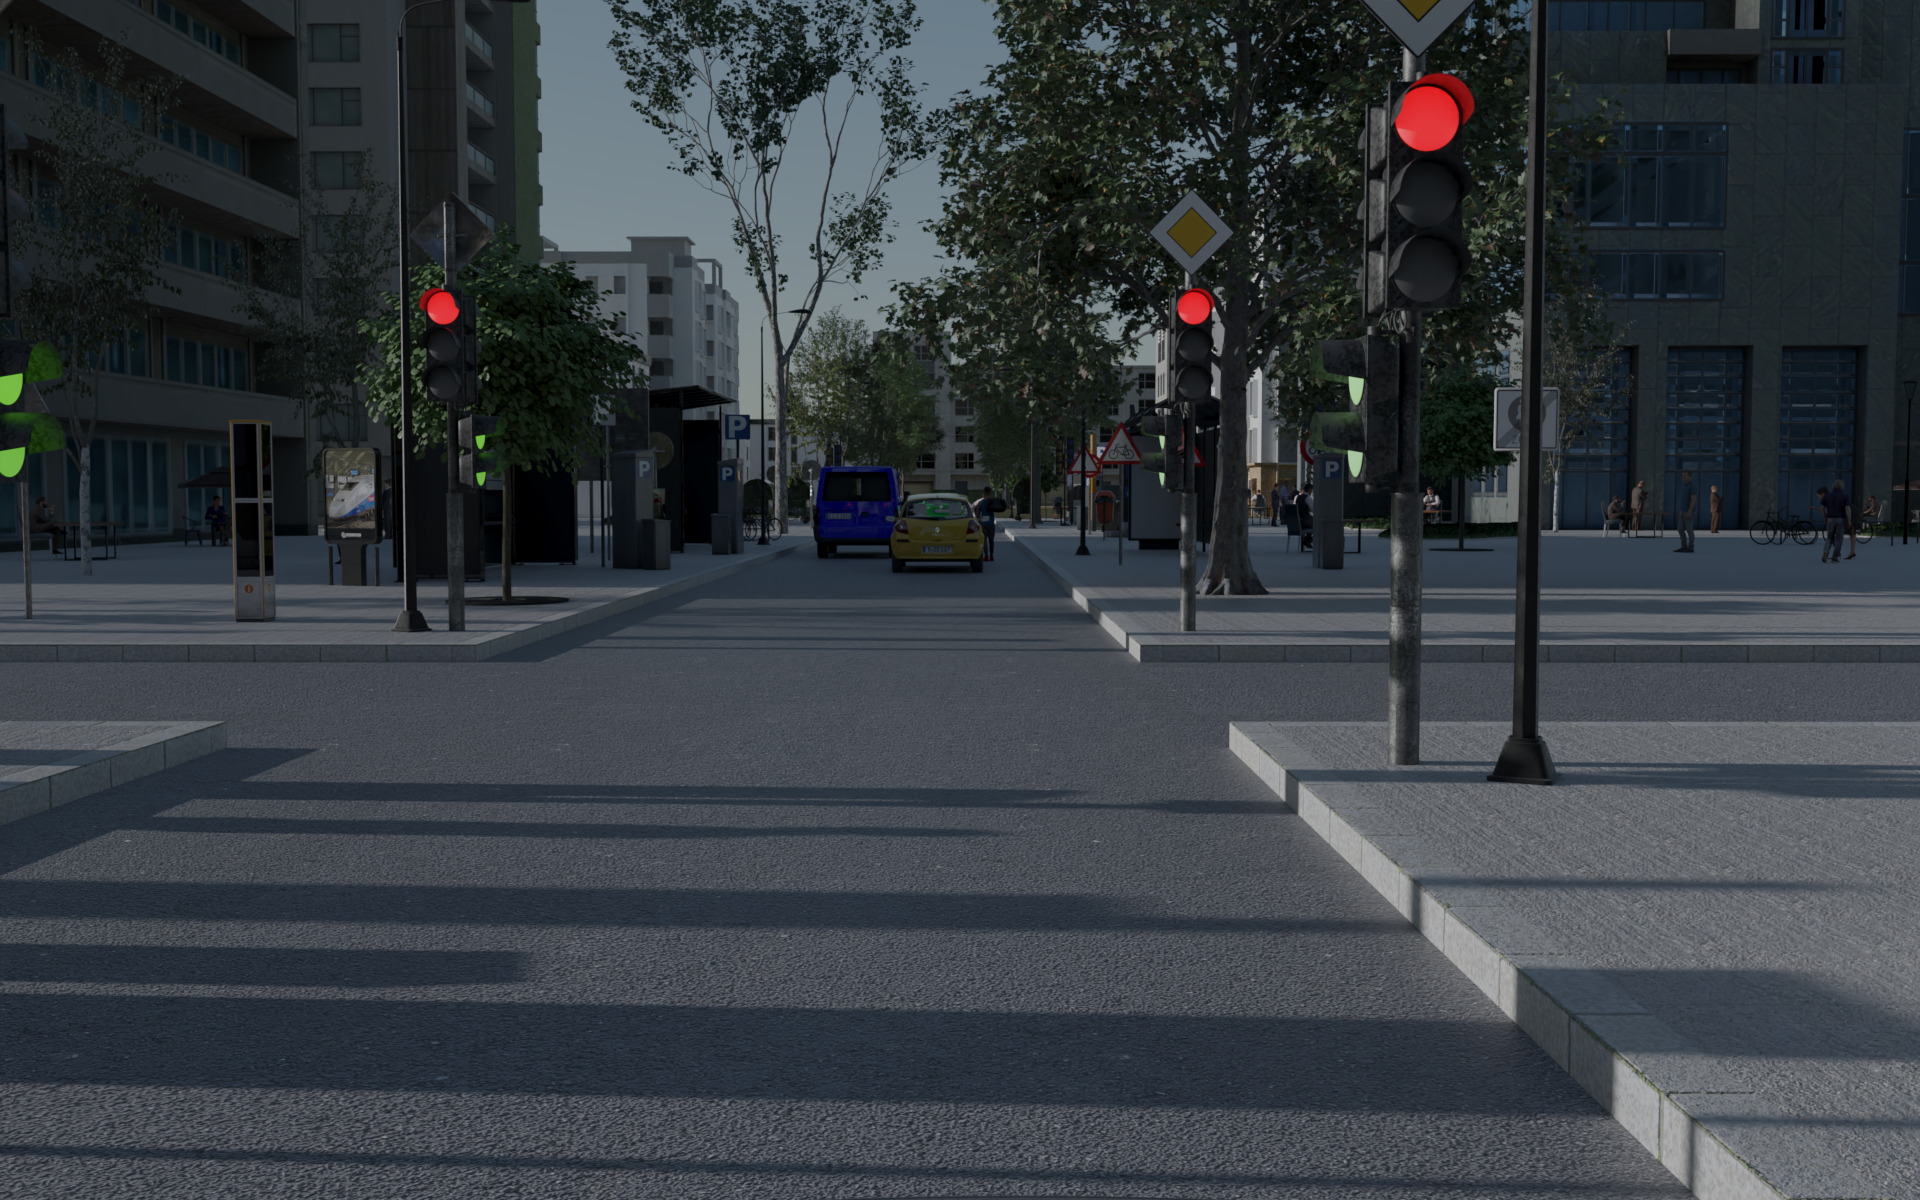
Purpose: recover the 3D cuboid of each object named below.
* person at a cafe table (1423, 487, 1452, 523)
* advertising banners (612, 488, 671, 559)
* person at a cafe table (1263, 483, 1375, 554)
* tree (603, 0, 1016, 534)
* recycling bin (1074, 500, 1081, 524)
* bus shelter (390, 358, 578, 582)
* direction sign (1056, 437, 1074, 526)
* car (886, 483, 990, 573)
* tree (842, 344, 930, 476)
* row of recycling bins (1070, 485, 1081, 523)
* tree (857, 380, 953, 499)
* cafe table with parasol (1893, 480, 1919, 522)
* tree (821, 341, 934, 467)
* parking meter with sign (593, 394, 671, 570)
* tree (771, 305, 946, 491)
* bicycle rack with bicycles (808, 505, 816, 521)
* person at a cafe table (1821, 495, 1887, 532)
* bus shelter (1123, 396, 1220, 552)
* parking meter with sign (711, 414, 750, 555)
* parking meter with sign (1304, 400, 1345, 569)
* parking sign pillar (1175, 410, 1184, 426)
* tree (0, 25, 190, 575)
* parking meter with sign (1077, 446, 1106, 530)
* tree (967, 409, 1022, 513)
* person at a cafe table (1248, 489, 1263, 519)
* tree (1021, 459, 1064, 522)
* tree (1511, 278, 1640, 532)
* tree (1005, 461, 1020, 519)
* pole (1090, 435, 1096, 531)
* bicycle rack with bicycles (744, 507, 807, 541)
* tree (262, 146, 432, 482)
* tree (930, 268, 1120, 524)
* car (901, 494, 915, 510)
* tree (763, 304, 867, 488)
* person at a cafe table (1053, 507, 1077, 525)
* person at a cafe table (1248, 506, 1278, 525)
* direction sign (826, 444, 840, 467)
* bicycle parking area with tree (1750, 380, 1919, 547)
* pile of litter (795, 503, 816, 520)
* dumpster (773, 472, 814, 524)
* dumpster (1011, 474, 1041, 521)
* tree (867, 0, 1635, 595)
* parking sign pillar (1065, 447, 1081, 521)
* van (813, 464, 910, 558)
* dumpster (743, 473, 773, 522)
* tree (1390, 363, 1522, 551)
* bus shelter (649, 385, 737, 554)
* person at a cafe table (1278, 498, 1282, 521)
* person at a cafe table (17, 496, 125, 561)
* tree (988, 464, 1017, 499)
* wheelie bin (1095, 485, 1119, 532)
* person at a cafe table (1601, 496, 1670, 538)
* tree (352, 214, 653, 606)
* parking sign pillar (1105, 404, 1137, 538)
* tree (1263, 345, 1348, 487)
[{"bbox_3d":[15.592,-3.028,58.022,1.698,1.524,1.622,3,5,41],"label":"person at a cafe table"},{"bbox_3d":[-6.675,-2.338,34.412,2.074,3.025,0.090,-3,5,-41],"label":"advertising banners"},{"bbox_3d":[7.817,-1.780,37.622,1.622,1.524,1.698,-2,4,-29],"label":"person at a cafe table"},{"bbox_3d":[-4.506,-12.151,54.557,12.611,20.169,13.585,0,3,0],"label":"tree"},{"bbox_3d":[5.304,-3.752,73.894,0.722,1.027,0.722,2,4,27],"label":"recycling bin"},{"bbox_3d":[-7.443,-2.257,28.185,1.731,3.624,6.357,0,3,0],"label":"bus shelter"},{"bbox_3d":[4.202,-4.737,69.449,0.876,3.537,0.379,3,4,39],"label":"direction sign"},{"bbox_3d":[-0.426,-1.396,33.047,2.015,1.641,3.980,0,4,-1],"label":"car"},{"bbox_3d":[-4.849,-12.640,124.797,7.486,12.596,7.792,0,3,0],"label":"tree"},{"bbox_3d":[5.750,-4.228,76.233,1.069,1.692,3.534,-1,4,-18],"label":"row of recycling bins"},{"bbox_3d":[-5.420,-15.407,162.266,12.009,13.543,11.850,0,3,0],"label":"tree"},{"bbox_3d":[42.211,-4.436,77.395,2.610,1.966,2.610,0,3,0],"label":"cafe table with parasol"},{"bbox_3d":[-5.591,-11.566,114.865,9.928,11.665,9.643,0,3,0],"label":"tree"},{"bbox_3d":[-5.637,-2.047,29.730,1.738,3.016,0.543,3,5,42],"label":"parking meter with sign"},{"bbox_3d":[-6.117,-9.313,86.687,8.767,10.594,7.601,3,4,36],"label":"tree"},{"bbox_3d":[-6.451,-4.211,82.229,2.925,0.926,2.852,2,4,32],"label":"bicycle rack with bicycles"},{"bbox_3d":[29.961,-2.876,57.878,1.726,1.238,1.698,3,5,42],"label":"person at a cafe table"},{"bbox_3d":[4.650,-2.657,37.362,2.014,3.302,5.546,0,4,0],"label":"bus shelter"},{"bbox_3d":[-4.946,-2.503,37.177,0.543,3.016,1.738,0,4,5],"label":"parking meter with sign"},{"bbox_3d":[6.400,-2.076,30.203,0.543,3.016,1.738,0,4,2],"label":"parking meter with sign"},{"bbox_3d":[6.929,-3.945,52.975,1.447,3.967,1.447,2,4,31],"label":"parking sign pillar"},{"bbox_3d":[-13.984,-4.702,27.242,4.360,8.622,3.978,0,3,0],"label":"tree"},{"bbox_3d":[4.751,-4.027,62.110,0.543,3.016,1.738,2,4,29],"label":"parking meter with sign"},{"bbox_3d":[2.982,-11.521,138.728,4.360,8.622,3.978,0,3,0],"label":"tree"},{"bbox_3d":[15.315,-4.933,89.171,1.698,1.524,1.622,0,4,-3],"label":"person at a cafe table"},{"bbox_3d":[4.121,-5.246,80.366,1.663,3.219,1.824,0,3,0],"label":"tree"},{"bbox_3d":[20.307,-6.594,58.178,4.360,8.622,3.978,0,3,0],"label":"tree"},{"bbox_3d":[3.016,-5.707,87.917,1.663,3.219,1.824,0,3,0],"label":"tree"},{"bbox_3d":[4.567,-4.009,59.390,0.158,3.312,0.155,0,3,0],"label":"pole"},{"bbox_3d":[-6.200,-2.075,47.307,2.925,0.926,2.852,-2,4,-30],"label":"bicycle rack with bicycles"},{"bbox_3d":[-12.932,-5.238,36.005,4.360,8.622,3.978,0,3,0],"label":"tree"},{"bbox_3d":[3.351,-9.531,73.966,7.486,12.596,7.792,0,3,0],"label":"tree"},{"bbox_3d":[-2.545,-5.388,97.878,2.009,1.686,4.222,0,4,0],"label":"car"},{"bbox_3d":[-5.502,-7.167,67.545,4.737,8.622,4.395,0,3,0],"label":"tree"},{"bbox_3d":[5.011,-3.693,71.241,1.698,1.238,1.726,-2,4,-34],"label":"person at a cafe table"},{"bbox_3d":[11.894,-3.708,71.485,1.726,1.238,1.698,2,4,30],"label":"person at a cafe table"},{"bbox_3d":[-5.812,-5.331,79.165,0.379,3.537,0.876,3,5,42],"label":"direction sign"},{"bbox_3d":[24.587,-3.326,41.387,9.016,4.147,8.231,0,4,-3],"label":"bicycle parking area with tree"},{"bbox_3d":[-7.390,-4.370,85.407,1.719,0.858,1.176,0,4,5],"label":"pile of litter"},{"bbox_3d":[-7.140,-4.435,75.008,1.502,2.255,1.985,0,4,0],"label":"dumpster"},{"bbox_3d":[3.239,-4.917,82.893,1.502,2.255,1.985,0,3,0],"label":"dumpster"},{"bbox_3d":[3.602,-6.420,21.980,9.611,12.733,9.660,0,3,0],"label":"tree"},{"bbox_3d":[5.746,-5.806,83.396,1.447,3.967,1.447,-3,5,-42],"label":"parking sign pillar"},{"bbox_3d":[-2.303,-2.211,40.539,2.240,2.365,5.245,0,4,-1],"label":"van"},{"bbox_3d":[-9.227,-4.693,79.222,1.502,2.255,1.985,0,4,0],"label":"dumpster"},{"bbox_3d":[11.315,-3.398,39.264,4.285,4.588,4.351,0,3,0],"label":"tree"},{"bbox_3d":[-6.468,-3.003,40.387,1.731,3.624,6.357,0,4,0],"label":"bus shelter"},{"bbox_3d":[15.869,-4.479,84.097,1.698,1.238,1.726,0,4,-5],"label":"person at a cafe table"},{"bbox_3d":[-17.329,-1.397,33.699,1.726,1.238,1.698,-1,4,-18],"label":"person at a cafe table"},{"bbox_3d":[4.275,-11.322,168.822,4.285,4.588,4.351,0,3,0],"label":"tree"},{"bbox_3d":[5.052,-3.107,58.713,0.980,1.594,0.693,0,4,-4],"label":"wheelie bin"},{"bbox_3d":[19.920,-2.472,51.270,1.726,1.238,1.698,2,4,33],"label":"person at a cafe table"},{"bbox_3d":[-5.319,-2.243,20.392,4.285,4.588,4.351,0,3,0],"label":"tree"},{"bbox_3d":[5.023,-3.853,51.476,1.447,3.967,1.447,0,4,1],"label":"parking sign pillar"},{"bbox_3d":[15.270,-7.629,75.103,4.360,8.622,3.978,0,3,0],"label":"tree"}]
